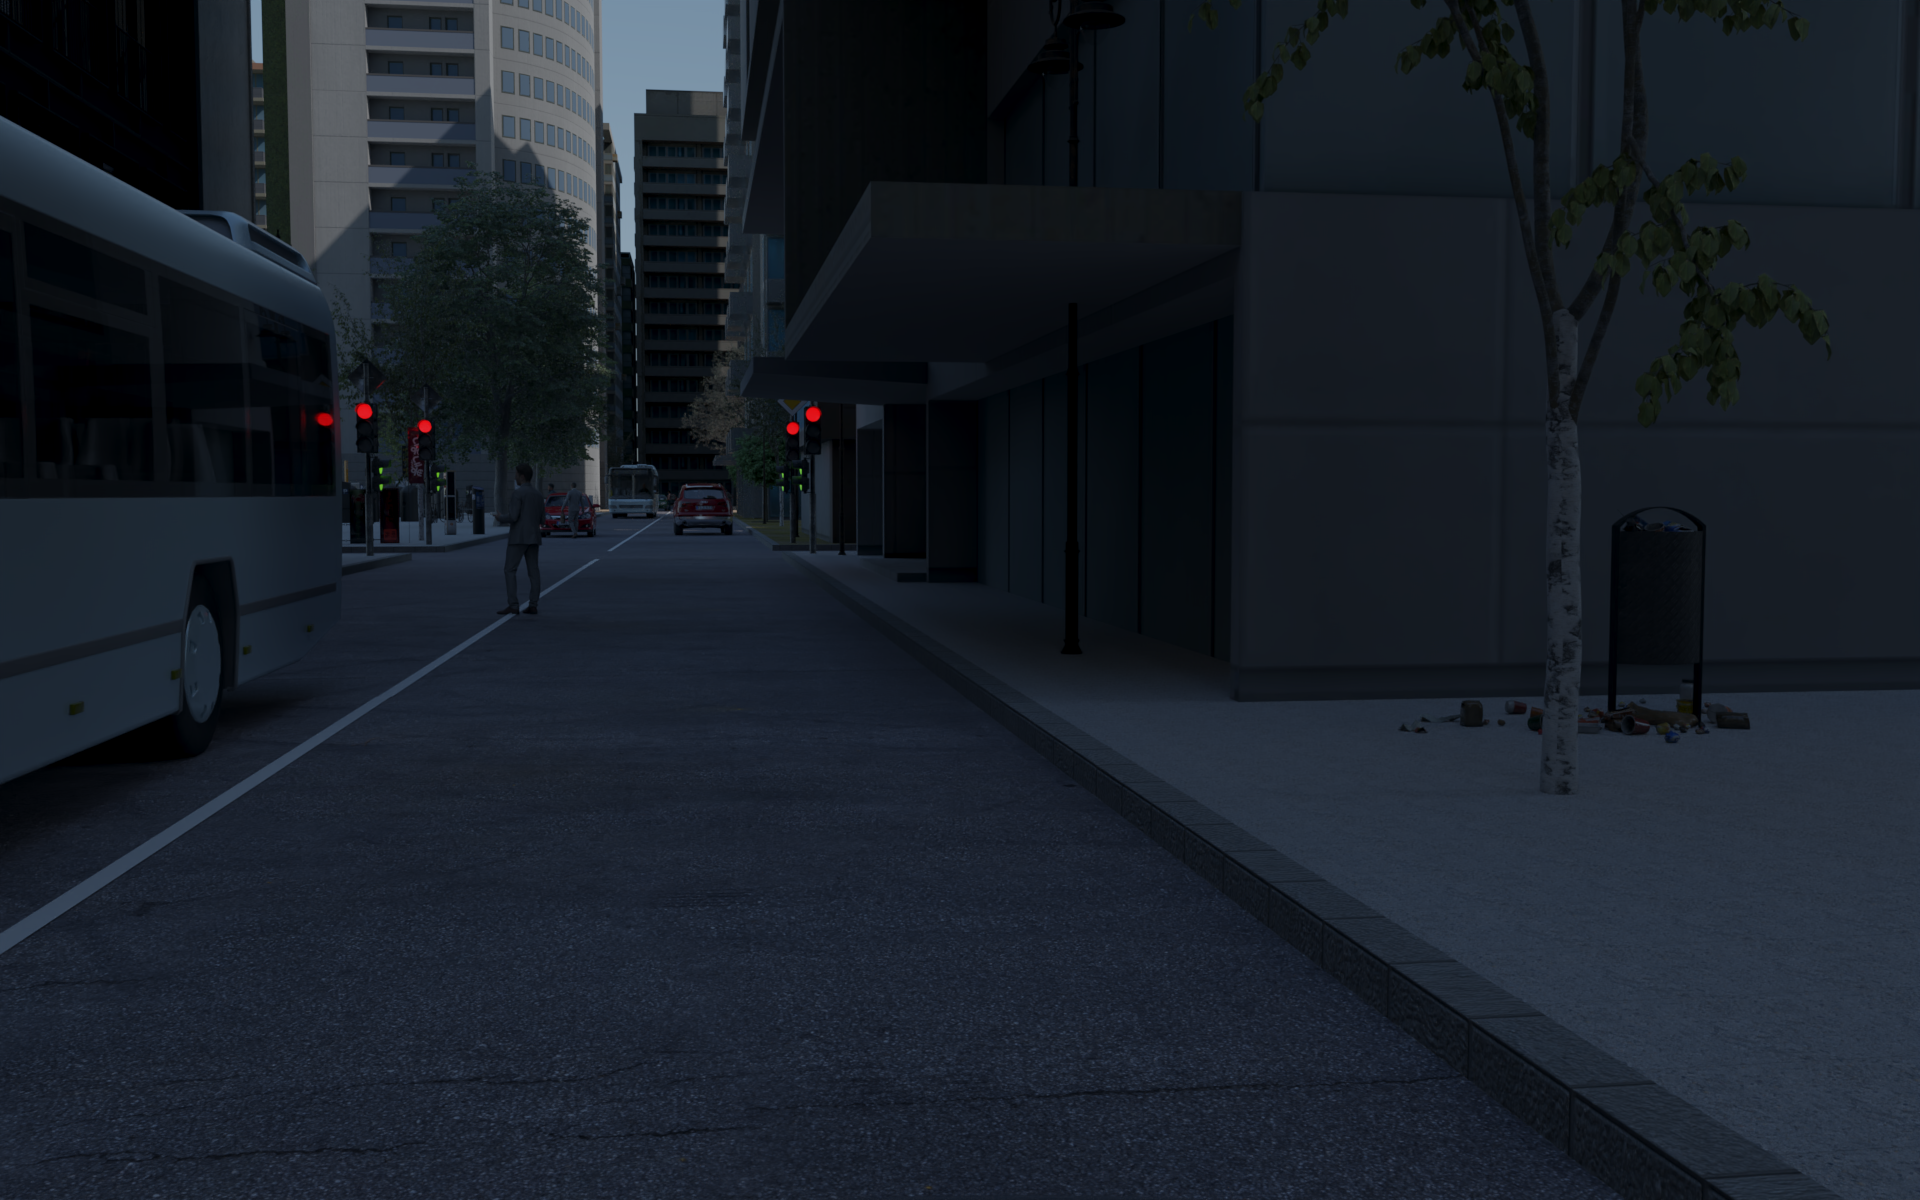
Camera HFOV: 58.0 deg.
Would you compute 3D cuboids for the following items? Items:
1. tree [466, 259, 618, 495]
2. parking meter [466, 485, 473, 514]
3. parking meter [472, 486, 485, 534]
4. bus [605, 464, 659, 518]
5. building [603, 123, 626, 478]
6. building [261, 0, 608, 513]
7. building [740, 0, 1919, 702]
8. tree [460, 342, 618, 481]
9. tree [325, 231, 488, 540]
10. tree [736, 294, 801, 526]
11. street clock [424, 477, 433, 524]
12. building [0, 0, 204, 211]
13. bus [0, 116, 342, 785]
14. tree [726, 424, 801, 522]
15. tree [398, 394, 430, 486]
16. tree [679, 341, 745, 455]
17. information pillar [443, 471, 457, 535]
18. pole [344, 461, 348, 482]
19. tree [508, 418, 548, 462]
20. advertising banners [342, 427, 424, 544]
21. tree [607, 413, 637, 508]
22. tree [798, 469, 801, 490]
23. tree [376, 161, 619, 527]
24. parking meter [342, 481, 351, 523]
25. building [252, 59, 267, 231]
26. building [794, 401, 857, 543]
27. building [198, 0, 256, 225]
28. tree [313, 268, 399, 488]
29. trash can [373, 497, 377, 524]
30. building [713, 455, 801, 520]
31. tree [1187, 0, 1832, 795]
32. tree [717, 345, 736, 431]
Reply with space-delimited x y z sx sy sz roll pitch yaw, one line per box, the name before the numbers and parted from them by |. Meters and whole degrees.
tree | -20.351 -10.149 84.066 7.486 12.596 7.792 0 3 0
parking meter | -30.992 -6.345 109.450 0.255 1.863 0.399 2 4 30
parking meter | -15.314 -2.854 55.080 0.372 1.533 0.369 0 3 0
bus | -19.797 -6.760 105.380 2.948 3.499 13.247 -1 4 -8
building | -46.300 -29.574 175.411 23.993 40.220 32.217 -1 4 -9
building | -38.072 -35.925 129.373 21.231 58.520 28.212 -1 4 -9
building | 10.612 -26.608 24.283 28.713 52.752 27.495 -1 4 -9
tree | -22.715 -9.717 93.279 8.767 10.594 7.601 -1 4 -15
tree | -15.131 -5.947 47.600 4.360 8.622 3.978 0 3 0
tree | -5.564 -6.843 62.252 4.360 8.622 3.978 0 3 0
street clock | -22.996 -4.310 75.037 0.471 2.002 0.358 3 4 37
building | -15.694 -11.372 15.612 12.332 23.373 15.834 -1 4 -9
bus | -4.882 -0.688 6.109 2.948 3.499 13.247 -1 4 -8
tree | -8.789 -5.838 79.159 4.285 4.588 4.351 0 3 0
tree | -32.624 -9.248 101.567 4.737 8.622 4.395 0 3 0
tree | -15.102 -13.177 125.811 12.009 13.543 11.850 0 3 0
information pillar | -16.031 -3.055 54.434 0.304 2.012 0.304 -2 4 -32
pole | -37.422 -6.839 105.667 0.158 3.312 0.155 0 3 0
tree | -28.681 -9.978 113.506 4.360 8.622 3.978 0 3 0
advertising banners | -14.851 -2.982 44.937 2.074 3.025 0.090 -1 4 -22
tree | -31.049 -12.457 154.028 4.360 8.622 3.978 0 3 0
tree | -6.075 -4.853 73.945 1.663 3.219 1.824 0 3 0
tree | -18.038 -9.874 68.103 9.857 13.997 8.962 0 3 0
parking meter | -27.118 -4.334 76.566 0.399 1.863 0.255 0 4 -4
building | -73.656 -31.902 176.228 28.867 44.769 22.147 -1 4 -9
building | 2.337 -24.523 51.060 14.200 45.320 14.600 -1 4 -9
building | -22.320 -10.039 28.766 19.286 19.102 10.561 -1 4 -9
tree | -21.048 -6.358 54.319 4.737 8.622 4.395 0 3 0
trash can | -25.458 -3.846 74.528 0.748 1.137 0.748 0 3 0
building | -2.059 -29.250 97.846 23.786 49.044 30.456 -1 4 -9
tree | 2.368 -3.470 7.092 4.737 8.622 4.395 0 3 0
tree | -7.254 -7.241 68.749 4.360 8.622 3.978 0 3 0
